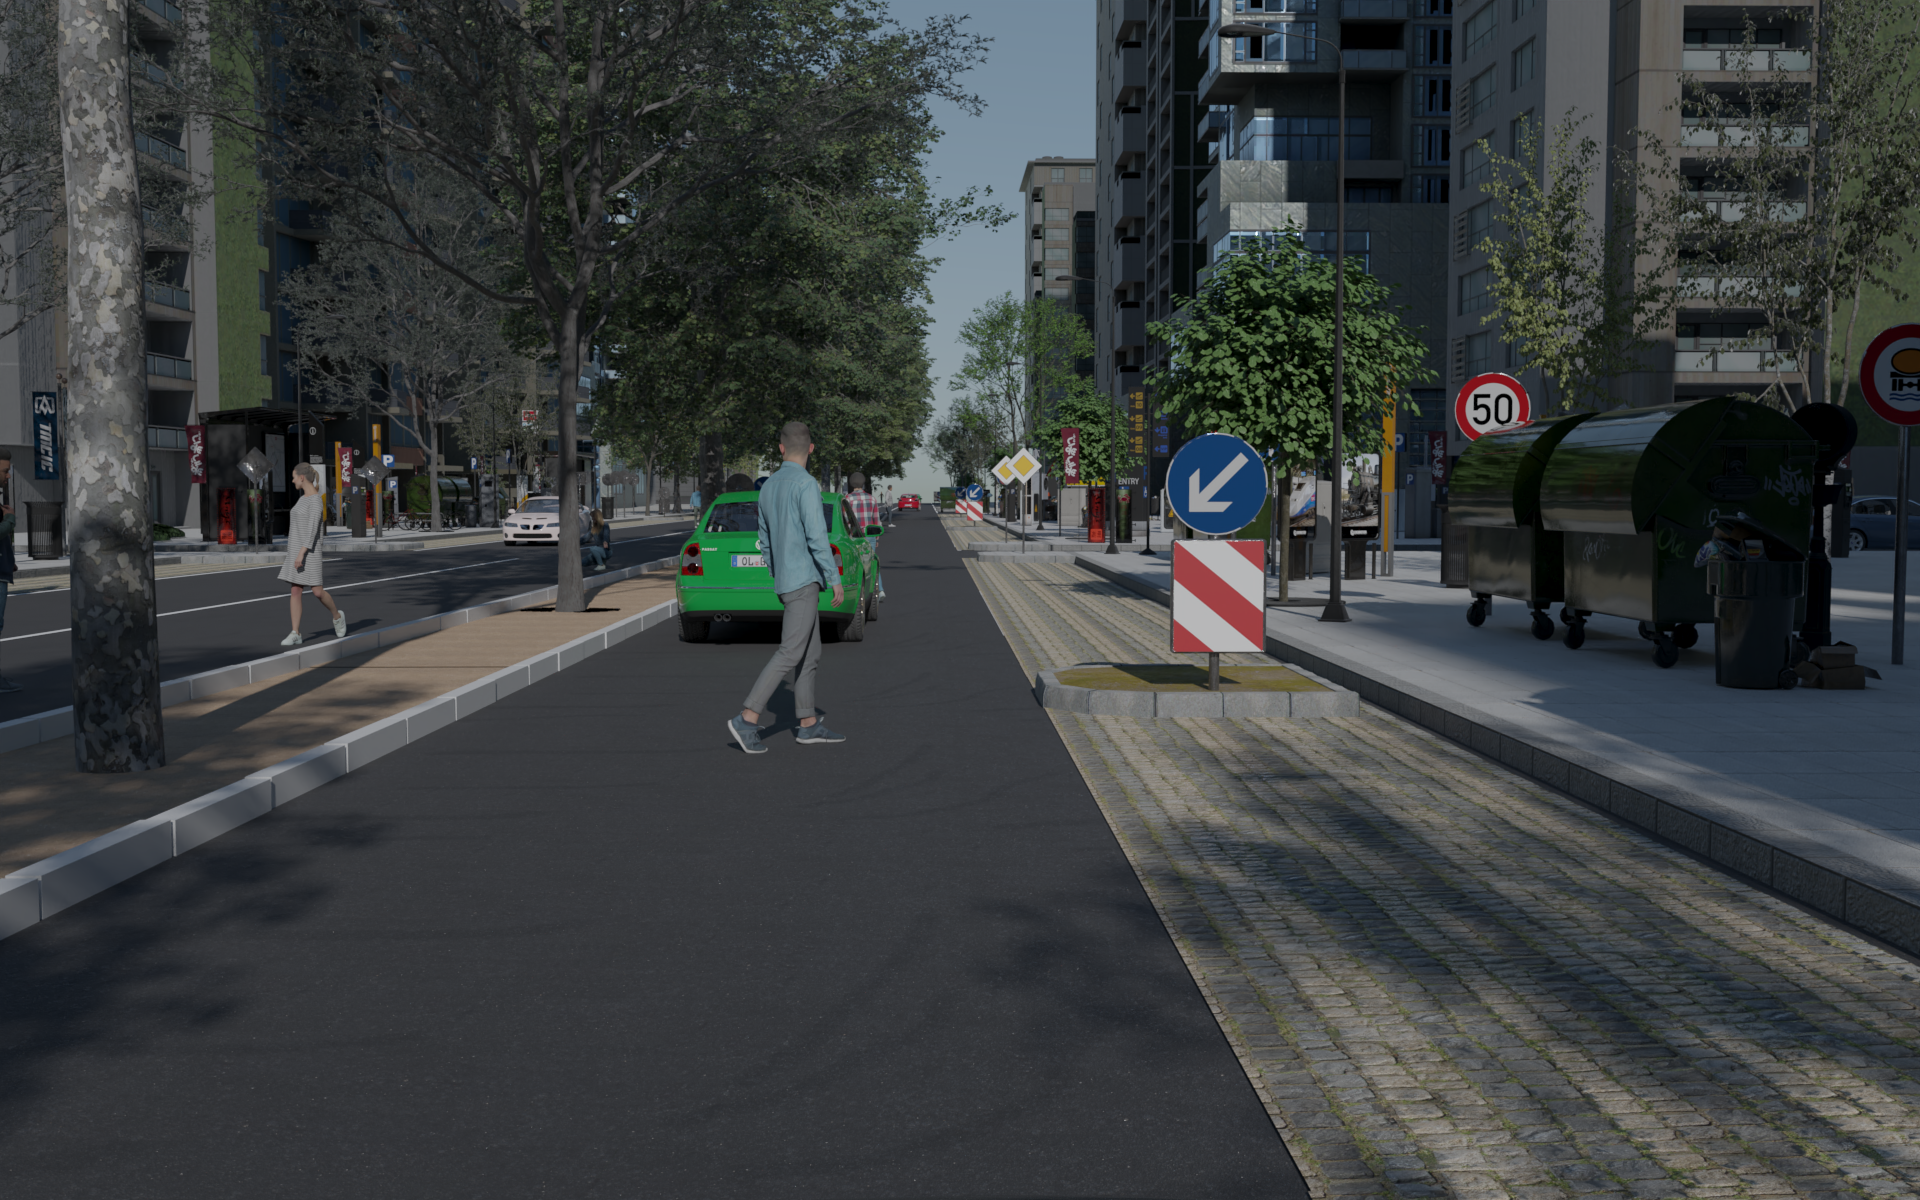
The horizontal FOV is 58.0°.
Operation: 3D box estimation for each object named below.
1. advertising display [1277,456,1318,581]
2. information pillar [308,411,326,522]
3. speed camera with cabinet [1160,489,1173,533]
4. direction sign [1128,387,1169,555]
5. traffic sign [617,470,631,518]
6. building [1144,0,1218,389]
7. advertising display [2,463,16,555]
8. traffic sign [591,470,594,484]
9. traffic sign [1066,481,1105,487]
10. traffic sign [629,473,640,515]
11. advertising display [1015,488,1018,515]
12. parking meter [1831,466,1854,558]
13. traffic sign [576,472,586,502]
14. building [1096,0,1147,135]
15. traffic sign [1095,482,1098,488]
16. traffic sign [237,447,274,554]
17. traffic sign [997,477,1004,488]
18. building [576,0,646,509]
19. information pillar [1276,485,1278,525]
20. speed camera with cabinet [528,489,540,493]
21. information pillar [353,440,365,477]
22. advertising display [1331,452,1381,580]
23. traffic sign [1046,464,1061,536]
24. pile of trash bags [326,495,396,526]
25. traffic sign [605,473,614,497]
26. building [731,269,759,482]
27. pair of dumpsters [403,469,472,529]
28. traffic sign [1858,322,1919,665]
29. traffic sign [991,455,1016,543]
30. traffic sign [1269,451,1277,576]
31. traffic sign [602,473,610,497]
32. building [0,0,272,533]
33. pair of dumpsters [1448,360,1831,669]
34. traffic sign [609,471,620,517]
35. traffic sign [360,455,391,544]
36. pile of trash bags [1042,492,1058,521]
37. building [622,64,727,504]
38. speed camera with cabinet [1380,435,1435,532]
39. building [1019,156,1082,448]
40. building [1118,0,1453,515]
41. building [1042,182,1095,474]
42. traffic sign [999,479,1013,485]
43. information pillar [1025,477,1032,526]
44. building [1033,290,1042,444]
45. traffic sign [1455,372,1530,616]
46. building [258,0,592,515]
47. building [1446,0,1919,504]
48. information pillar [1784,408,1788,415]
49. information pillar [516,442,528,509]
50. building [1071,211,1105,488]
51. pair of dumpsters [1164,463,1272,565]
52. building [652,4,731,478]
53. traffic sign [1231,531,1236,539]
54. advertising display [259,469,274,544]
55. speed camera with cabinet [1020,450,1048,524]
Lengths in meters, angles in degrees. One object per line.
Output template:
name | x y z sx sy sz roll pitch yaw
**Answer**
advertising display | 4.988 -1.248 25.612 0.123 1.923 0.974 3 5 40
information pillar | -18.138 -3.518 48.870 0.504 3.616 0.183 1 4 20
speed camera with cabinet | 7.635 -3.828 56.917 2.038 3.252 0.660 2 4 31
direction sign | 3.980 -2.727 36.577 0.876 3.537 0.379 1 4 20
traffic sign | -18.105 -5.705 93.386 0.768 2.556 0.104 0 4 2
building | 23.503 -42.437 132.102 20.563 71.187 20.611 0 4 -1
advertising display | -19.987 -1.908 36.411 0.123 1.923 0.974 -1 4 -22
traffic sign | -19.563 -5.581 91.349 0.768 2.556 0.104 0 4 4
traffic sign | 4.664 -3.907 57.759 2.265 3.308 0.079 0 4 8
traffic sign | -20.076 -6.507 106.495 0.768 2.556 0.104 0 4 2
advertising display | 3.676 -6.286 107.984 0.974 1.923 0.123 0 4 -2
parking meter | 17.726 -1.785 34.903 0.255 1.863 0.399 -2 4 -31
traffic sign | -17.543 -4.759 79.936 0.606 2.300 0.079 0 4 2
building | 26.865 -34.710 156.742 28.713 52.752 27.495 0 4 -1
traffic sign | 4.283 -3.324 54.455 0.768 2.556 0.104 1 4 8
traffic sign | -14.980 -2.031 36.852 0.795 2.450 0.064 0 4 -1
traffic sign | 2.391 -5.793 94.820 0.768 2.556 0.104 0 4 0
building | -41.537 -51.963 162.265 22.319 86.520 31.000 0 4 -1
information pillar | 13.524 -4.980 72.771 0.504 3.616 0.183 1 4 15
speed camera with cabinet | -28.953 -7.555 117.852 0.660 3.252 2.038 1 4 11
information pillar | -25.717 -5.062 74.120 0.504 3.616 0.183 -2 4 -26
advertising display | 5.906 -1.262 25.843 0.974 1.923 0.123 -3 4 -37
traffic sign | 3.044 -3.220 52.649 0.884 2.594 0.081 0 4 5
pile of trash bags | -24.167 -3.630 69.110 3.447 1.369 1.912 0 4 7
traffic sign | -21.388 -6.496 106.316 0.768 2.556 0.104 0 4 2
building | -39.145 -35.876 270.161 14.154 41.232 14.086 0 4 -1
pair of dumpsters | -20.000 -3.906 66.364 1.574 2.255 4.437 0 4 -1
traffic sign | 7.063 -0.787 12.974 0.768 2.556 0.104 0 4 0
traffic sign | 1.206 -2.538 45.131 0.795 2.450 0.064 0 4 -1
traffic sign | 4.929 -1.655 27.168 0.768 2.556 0.104 0 4 1
traffic sign | -21.671 -6.515 106.631 0.768 2.556 0.104 0 4 2
building | -34.251 -23.081 60.975 14.154 41.232 14.086 0 4 -1
pair of dumpsters | 5.564 -0.746 14.691 1.574 2.255 4.437 0 4 -1
traffic sign | -18.858 -5.803 94.985 0.768 2.556 0.104 0 4 7
traffic sign | -15.136 -2.519 44.835 0.795 2.450 0.064 0 4 -1
pile of trash bags | 4.709 -4.579 84.623 1.912 1.369 3.447 -1 4 -20
building | -42.866 -41.924 227.448 21.231 58.520 28.212 0 4 -1
speed camera with cabinet | 15.084 -3.942 58.787 0.660 3.252 2.038 -3 5 -45
building | 24.046 -41.387 265.919 28.713 52.752 27.495 0 4 -1
building | 22.071 -48.068 98.582 22.319 86.520 31.000 0 4 -1
building | 17.718 -33.383 229.410 14.154 41.232 14.086 0 4 -1
traffic sign | 2.525 -5.778 94.576 0.768 2.556 0.104 0 4 7
information pillar | 2.699 -4.006 69.982 0.304 2.012 0.304 -3 4 -36
building | 17.245 -28.961 245.210 14.160 30.474 14.107 0 4 -1
traffic sign | 5.585 -1.109 18.244 0.768 2.556 0.104 1 4 8
building | -41.123 -29.299 133.664 22.147 44.769 28.867 0 4 -1
building | 27.175 -23.281 64.232 14.086 41.232 14.154 0 4 -1
information pillar | 22.413 -3.422 47.310 0.504 3.616 0.183 -3 4 -37
information pillar | -19.625 -5.274 77.586 0.504 3.616 0.183 -2 4 -26
building | 18.345 -24.889 178.630 14.160 30.474 14.107 0 4 -1
pair of dumpsters | 4.990 -1.885 33.313 1.574 2.255 4.437 0 4 -1
building | -42.037 -49.737 251.448 20.563 71.187 20.611 0 4 -1
traffic sign | 4.329 -1.667 27.366 0.768 2.556 0.104 0 4 7
advertising display | -17.795 -2.399 44.430 0.123 1.923 0.974 -2 4 -35
speed camera with cabinet | 3.183 -4.871 73.983 0.660 3.252 2.038 1 4 22
